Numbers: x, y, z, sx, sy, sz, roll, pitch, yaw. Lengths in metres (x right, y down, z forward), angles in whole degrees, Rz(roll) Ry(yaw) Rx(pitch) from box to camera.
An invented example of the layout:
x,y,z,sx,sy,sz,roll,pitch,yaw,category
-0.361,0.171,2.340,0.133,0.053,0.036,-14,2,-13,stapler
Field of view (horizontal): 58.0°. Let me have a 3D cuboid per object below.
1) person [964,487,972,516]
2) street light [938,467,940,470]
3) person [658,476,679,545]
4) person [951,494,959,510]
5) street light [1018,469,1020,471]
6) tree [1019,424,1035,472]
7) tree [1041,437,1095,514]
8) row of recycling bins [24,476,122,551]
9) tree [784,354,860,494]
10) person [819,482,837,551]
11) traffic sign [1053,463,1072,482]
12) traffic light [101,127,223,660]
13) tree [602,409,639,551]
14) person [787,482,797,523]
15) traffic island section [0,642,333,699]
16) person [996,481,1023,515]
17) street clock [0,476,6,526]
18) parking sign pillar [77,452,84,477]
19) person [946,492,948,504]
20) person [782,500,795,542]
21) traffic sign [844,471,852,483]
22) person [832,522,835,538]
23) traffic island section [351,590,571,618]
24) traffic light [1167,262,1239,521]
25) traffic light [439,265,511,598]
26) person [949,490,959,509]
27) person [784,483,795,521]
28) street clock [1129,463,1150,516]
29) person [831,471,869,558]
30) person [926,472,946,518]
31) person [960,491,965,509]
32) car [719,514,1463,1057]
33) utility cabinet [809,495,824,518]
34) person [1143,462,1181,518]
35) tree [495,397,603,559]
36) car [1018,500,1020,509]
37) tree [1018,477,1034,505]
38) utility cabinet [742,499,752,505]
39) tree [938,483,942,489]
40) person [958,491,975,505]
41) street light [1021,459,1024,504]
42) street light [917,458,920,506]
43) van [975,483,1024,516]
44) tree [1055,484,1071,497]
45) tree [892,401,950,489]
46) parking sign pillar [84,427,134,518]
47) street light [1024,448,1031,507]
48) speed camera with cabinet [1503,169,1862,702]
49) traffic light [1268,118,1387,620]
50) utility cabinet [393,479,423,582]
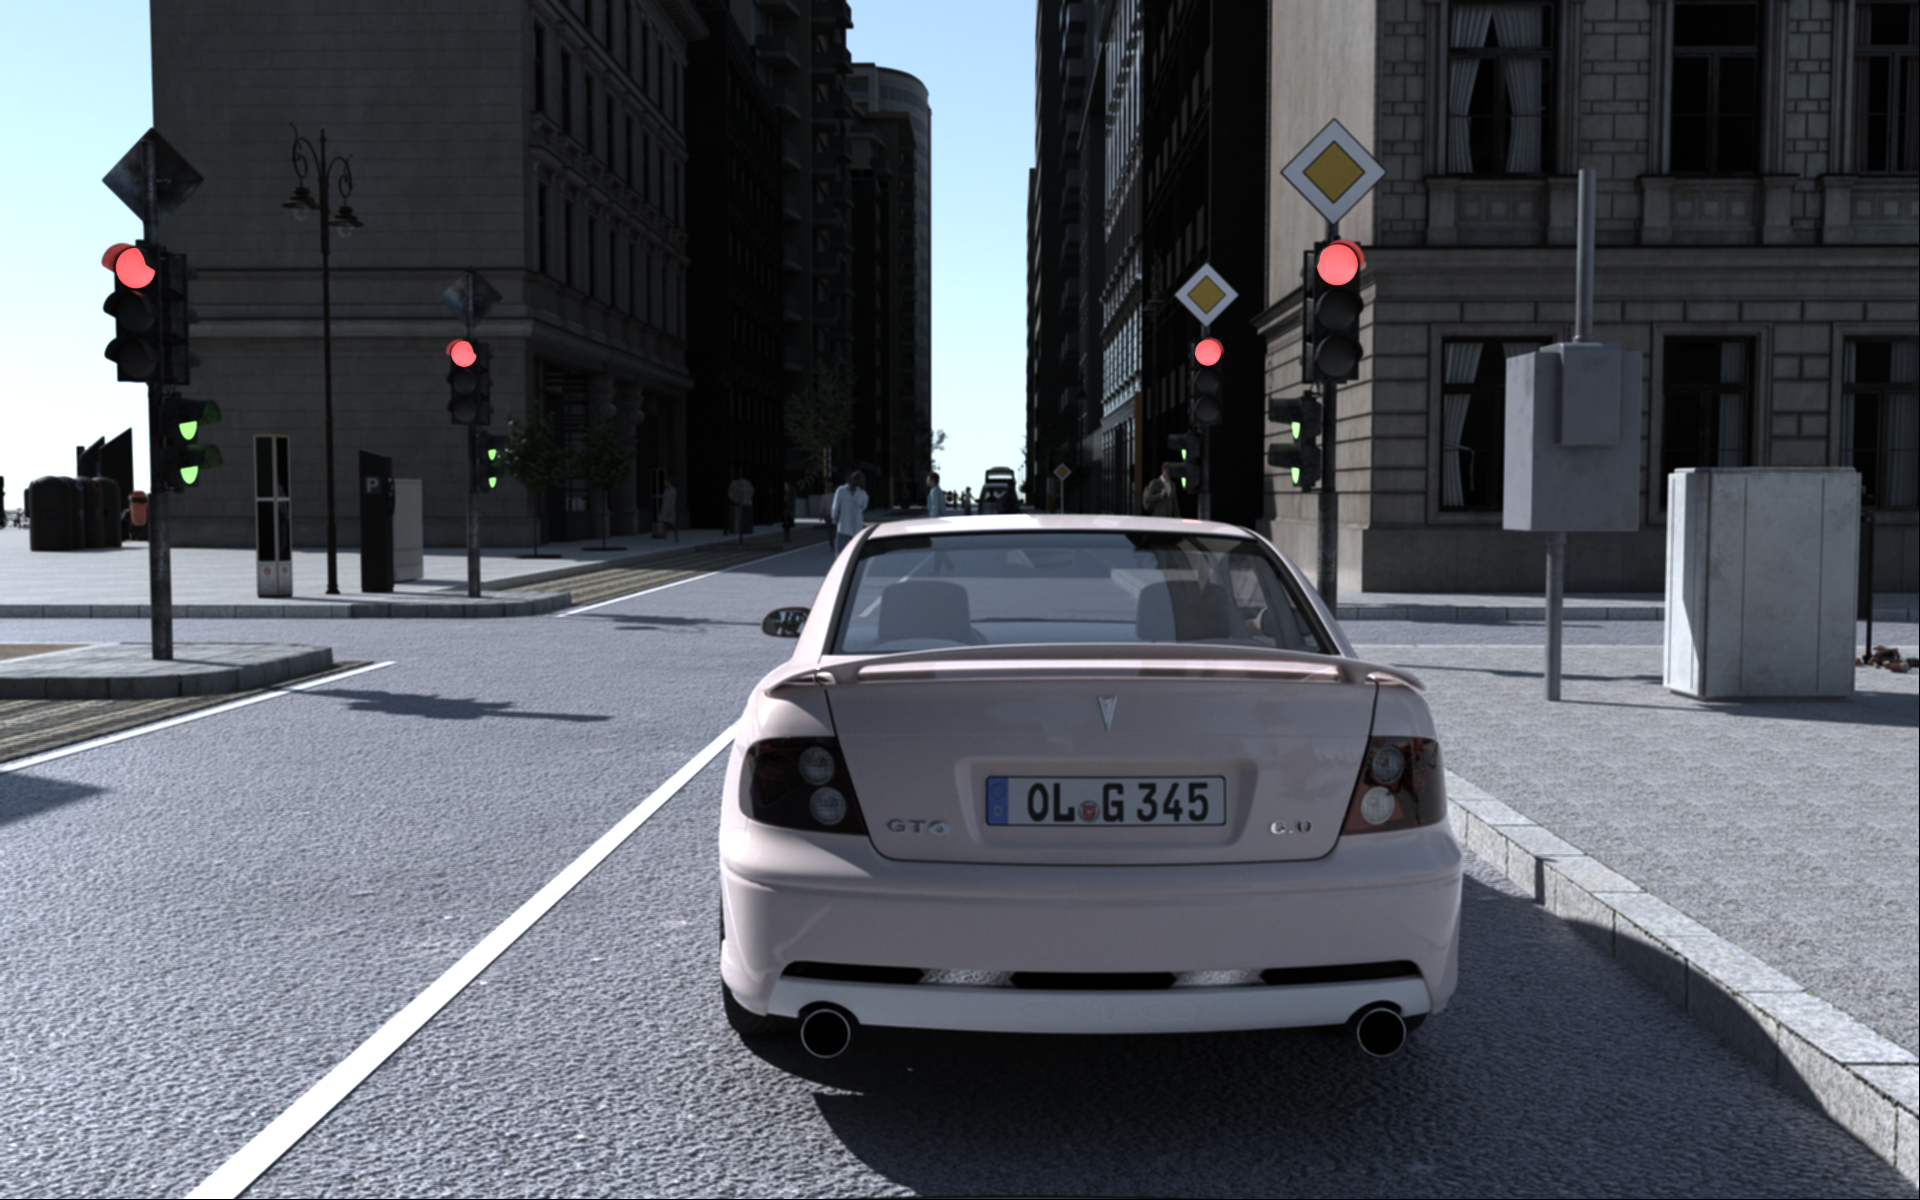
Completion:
x,y,z,sx,sy,sz,roll,pitch,yaw,category
0.471,-4.768,86.684,0.641,1.798,0.478,1,4,18,person
-2.935,-16.557,243.489,0.468,5.910,1.993,0,4,1,street light
-7.307,-2.246,43.513,0.466,1.731,0.760,1,4,10,person
-0.413,-9.040,159.562,1.065,1.426,0.557,-2,4,-30,person
8.072,-15.403,224.634,0.468,5.910,1.993,0,4,1,street light
8.346,-14.165,181.964,4.737,8.622,4.395,0,3,0,tree
6.297,-7.065,99.232,4.285,4.588,4.351,0,3,0,tree
-20.685,-2.040,40.463,1.069,1.692,3.534,0,4,-3,row of recycling bins
-7.165,-8.582,90.673,4.737,8.622,4.395,0,3,0,tree
-3.110,-2.086,43.281,0.731,1.740,0.598,-1,4,-16,person
4.275,-4.425,72.080,0.795,2.593,0.064,0,4,5,traffic sign
-6.175,-1.493,13.330,0.839,4.253,0.868,0,4,1,traffic light
-8.031,-2.743,39.454,1.663,3.219,1.824,0,3,0,tree
-7.004,-3.992,71.657,0.374,1.781,0.599,-2,4,-31,person
-6.215,0.539,13.466,2.009,0.180,2.903,0,4,1,traffic island section
1.311,-2.252,45.660,0.721,1.781,0.623,0,4,5,person
-38.395,-3.961,69.338,0.358,2.002,0.471,-2,4,-33,street clock
-39.869,-5.569,79.517,1.447,3.967,1.447,1,4,18,parking sign pillar
-1.654,-13.723,233.584,0.721,1.743,1.217,0,4,-7,person
-5.106,-2.354,51.658,0.373,1.253,0.362,2,4,35,person
-6.009,-5.819,95.246,0.768,2.556,0.104,0,4,3,traffic sign
-3.985,-2.643,56.390,0.362,1.253,0.373,1,4,13,person
-6.032,0.051,21.449,2.009,0.180,2.903,0,4,1,traffic island section
2.967,-1.970,21.124,0.839,4.253,0.868,0,4,1,traffic light
-5.992,-1.981,21.313,0.839,4.253,0.868,0,4,1,traffic light
-0.522,-9.860,169.741,1.348,1.821,0.705,-3,5,-43,person
-8.094,-4.629,81.902,0.590,1.801,0.661,3,4,36,person
4.239,-2.222,40.893,0.358,2.002,0.471,-3,4,-38,street clock
-1.727,-1.108,26.879,0.793,1.790,0.793,3,5,39,person
-0.353,-1.345,30.508,0.620,1.820,0.660,0,4,7,person
0.248,-9.560,165.607,0.445,1.727,0.742,0,4,4,person
0.297,0.391,5.969,2.083,1.381,4.827,0,4,0,car
-7.705,-5.082,94.250,1.020,1.237,0.306,0,4,0,utility cabinet
3.471,-1.452,29.742,0.622,1.834,0.822,-3,5,-44,person
-8.401,-2.454,34.722,1.663,3.219,1.824,0,3,0,tree
3.769,-7.356,132.844,1.945,1.354,3.894,0,4,2,car
7.686,-12.798,203.843,1.663,3.219,1.824,0,3,0,tree
-7.154,-2.864,57.985,0.306,1.237,1.020,0,4,-3,utility cabinet
-3.780,-16.000,256.194,1.663,3.219,1.824,0,3,0,tree
0.443,-6.429,114.316,1.217,1.736,0.721,-1,4,-16,person
7.369,-13.522,193.869,0.468,5.910,1.993,0,4,1,street light
-4.367,-12.751,181.264,0.468,5.910,1.993,0,4,1,street light
1.592,-3.864,70.194,2.013,2.044,4.112,0,4,3,van
6.223,-6.678,103.791,1.663,3.219,1.824,0,3,0,tree
-5.448,-14.608,173.256,7.601,10.594,8.767,3,5,39,tree
-33.825,-4.945,69.322,1.447,3.967,1.447,3,4,37,parking sign pillar
6.896,-12.193,172.146,0.468,5.910,1.993,0,4,1,street light
4.510,-1.010,10.856,2.038,3.252,0.660,0,4,-1,speed camera with cabinet
2.784,-1.481,13.141,0.839,4.253,0.868,0,4,1,traffic light
-8.223,-1.021,25.372,0.318,1.500,1.173,0,4,1,utility cabinet
